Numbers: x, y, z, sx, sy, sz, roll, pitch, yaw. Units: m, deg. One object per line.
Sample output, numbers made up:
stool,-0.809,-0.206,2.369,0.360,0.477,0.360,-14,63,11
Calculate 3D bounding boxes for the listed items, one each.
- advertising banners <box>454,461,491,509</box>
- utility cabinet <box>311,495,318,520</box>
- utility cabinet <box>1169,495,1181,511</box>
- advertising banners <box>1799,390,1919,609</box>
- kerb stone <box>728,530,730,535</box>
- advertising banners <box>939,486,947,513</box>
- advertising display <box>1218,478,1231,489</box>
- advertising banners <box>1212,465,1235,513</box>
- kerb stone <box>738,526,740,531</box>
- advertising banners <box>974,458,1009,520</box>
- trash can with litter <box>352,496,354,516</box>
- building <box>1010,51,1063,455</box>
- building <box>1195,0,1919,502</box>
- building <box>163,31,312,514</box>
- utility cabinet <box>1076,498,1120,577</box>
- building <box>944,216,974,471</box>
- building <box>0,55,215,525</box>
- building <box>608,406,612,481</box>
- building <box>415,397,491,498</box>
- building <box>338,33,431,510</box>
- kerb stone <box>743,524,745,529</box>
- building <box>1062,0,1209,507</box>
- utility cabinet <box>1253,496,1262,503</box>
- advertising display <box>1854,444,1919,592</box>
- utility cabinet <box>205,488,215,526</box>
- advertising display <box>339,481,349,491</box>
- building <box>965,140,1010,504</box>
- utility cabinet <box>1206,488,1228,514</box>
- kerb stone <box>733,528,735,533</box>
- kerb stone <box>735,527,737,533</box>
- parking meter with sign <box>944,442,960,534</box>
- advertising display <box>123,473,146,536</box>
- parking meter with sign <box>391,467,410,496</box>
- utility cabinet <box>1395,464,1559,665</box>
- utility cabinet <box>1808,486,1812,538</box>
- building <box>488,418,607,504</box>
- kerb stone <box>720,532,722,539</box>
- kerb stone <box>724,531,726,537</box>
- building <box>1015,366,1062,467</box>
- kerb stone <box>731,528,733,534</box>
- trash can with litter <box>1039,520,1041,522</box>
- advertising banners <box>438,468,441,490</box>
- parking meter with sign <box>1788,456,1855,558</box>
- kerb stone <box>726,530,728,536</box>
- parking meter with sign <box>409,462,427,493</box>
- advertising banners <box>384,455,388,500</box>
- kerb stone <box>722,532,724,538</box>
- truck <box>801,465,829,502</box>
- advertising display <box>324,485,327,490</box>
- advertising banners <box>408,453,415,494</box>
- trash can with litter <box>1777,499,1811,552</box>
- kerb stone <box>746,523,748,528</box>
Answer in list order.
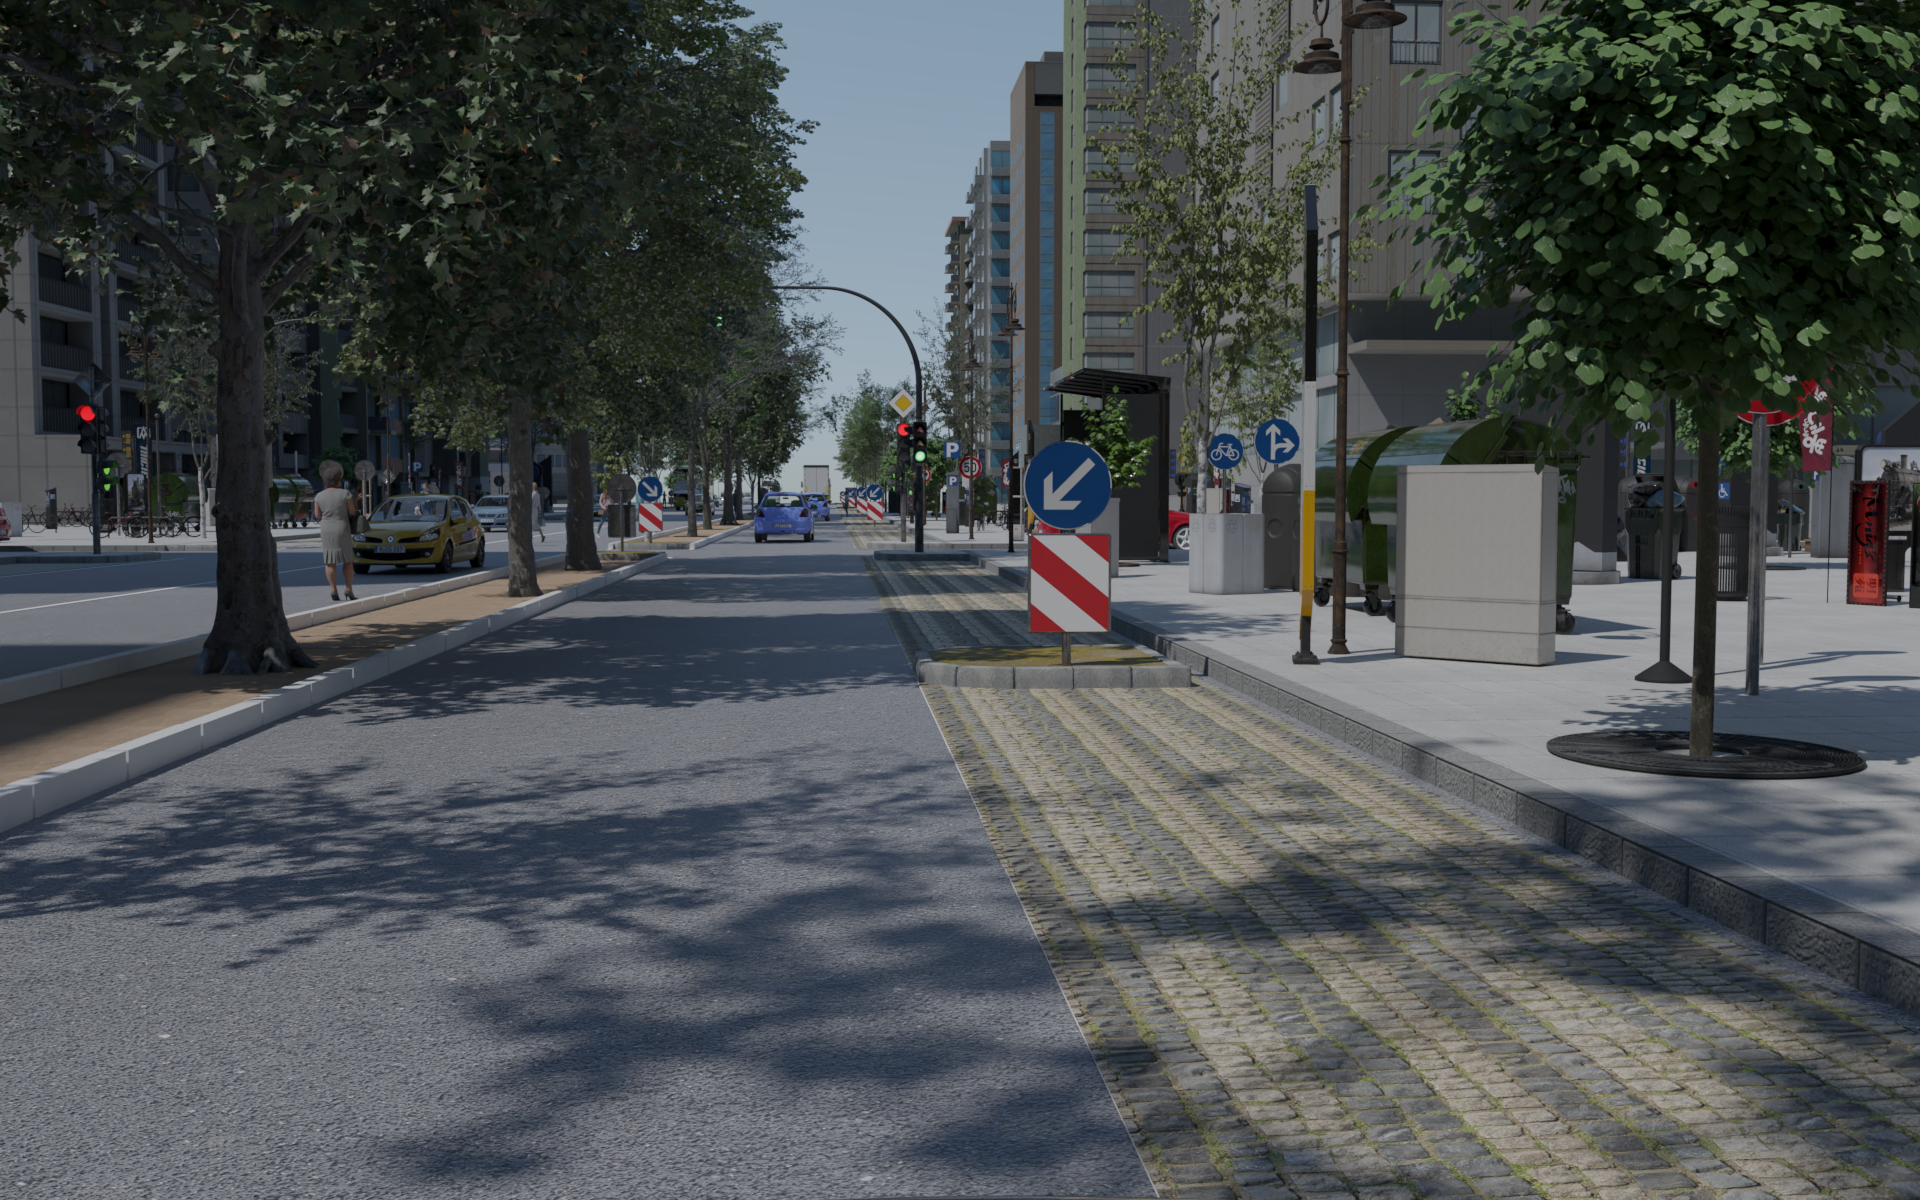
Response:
advertising banners,-26.071,-5.899,92.629,2.074,3.025,0.090,-3,5,-40
utility cabinet,-31.728,-4.590,86.208,0.306,1.237,1.020,3,5,43
utility cabinet,10.010,-4.373,82.659,1.020,1.237,0.306,0,4,-3
advertising banners,10.453,-1.446,19.836,0.090,3.025,2.074,-2,4,-28
kerb stone,-7.984,-2.237,58.790,0.120,0.150,1.000,0,4,-4
advertising banners,-0.938,-7.338,116.172,2.074,3.025,0.090,1,4,11
advertising display,10.705,-3.964,70.031,0.123,1.923,0.974,2,4,34
advertising banners,8.120,-3.449,52.584,0.090,3.025,2.074,-1,4,-18
kerb stone,-8.448,-2.614,64.933,0.120,0.150,1.000,0,4,-4
advertising banners,1.547,-5.415,84.715,2.074,3.025,0.090,-1,4,-9
trash can with litter,-31.222,-4.710,88.065,1.678,1.210,2.233,0,4,2
building,12.711,-32.239,177.225,14.600,45.320,14.200,0,4,-4
building,26.114,-29.816,76.727,27.495,52.752,28.713,0,4,-4
building,-47.034,-20.434,105.794,14.160,30.474,14.107,0,4,-4
utility cabinet,2.100,-0.940,26.533,0.306,1.237,1.020,2,4,29
building,8.989,-37.480,267.414,22.147,44.769,28.867,0,4,-4
building,-46.923,-39.200,79.177,20.563,71.187,20.611,0,4,-4
building,-57.865,-29.282,250.465,14.160,30.474,14.107,0,4,-4
building,-50.436,-23.383,154.008,14.160,30.474,14.107,0,4,-4
building,-53.431,-29.166,131.487,22.147,44.769,28.867,0,4,-4
kerb stone,-8.759,-2.862,69.025,0.120,0.150,1.000,0,4,-4
building,14.565,-27.396,131.518,14.154,41.232,14.086,0,4,-4
utility cabinet,9.126,-2.549,52.833,0.306,1.237,1.020,1,4,16
advertising display,12.147,-1.063,22.597,0.974,1.923,0.123,0,4,-4
utility cabinet,-29.207,-3.652,68.390,0.318,1.500,1.173,2,4,30
advertising display,-29.593,-4.784,83.436,0.123,1.923,0.974,0,4,-7
building,12.421,-37.721,236.347,23.786,49.044,30.456,0,4,-4
utility cabinet,9.946,-3.590,67.377,1.173,1.500,0.318,2,4,34
kerb stone,-8.215,-2.423,61.855,0.120,0.150,1.000,0,4,-4
kerb stone,-8.293,-2.488,62.881,0.120,0.150,1.000,0,4,-4
parking meter with sign,-0.255,-3.705,56.840,0.543,3.016,1.738,0,3,0
advertising display,-25.245,-2.923,53.003,0.123,1.923,0.974,0,4,5
parking meter with sign,-35.229,-6.970,110.224,1.738,3.016,0.543,-1,4,-14
utility cabinet,3.949,-0.281,13.270,1.173,1.500,0.318,3,5,42
utility cabinet,24.497,-2.525,49.964,1.173,1.500,0.318,0,4,-5
building,-59.106,-41.972,228.241,21.231,58.520,28.212,0,4,-4
kerb stone,-7.679,-1.988,54.698,0.120,0.150,1.000,0,4,-4
kerb stone,-7.827,-2.113,56.747,0.120,0.150,1.000,0,4,-4
building,17.670,-51.440,153.717,22.319,86.520,31.000,0,4,-4
kerb stone,-8.143,-2.360,60.836,0.120,0.150,1.000,0,4,-4
trash can with litter,3.264,-3.394,66.878,0.624,1.170,1.055,1,4,12
advertising banners,-34.894,-7.273,115.095,0.090,3.025,2.074,-3,5,-40
parking meter with sign,17.511,-2.350,34.677,1.738,3.016,0.543,0,4,5
kerb stone,-7.910,-2.172,57.770,0.120,0.150,1.000,0,4,-4
parking meter with sign,-28.949,-5.921,93.073,0.543,3.016,1.738,-2,4,-31
advertising banners,-23.777,-4.627,71.841,0.090,3.025,2.074,-1,4,-13
kerb stone,-7.759,-2.049,55.722,0.120,0.150,1.000,0,4,-4
truck,-14.339,-11.198,171.994,2.839,4.237,11.283,0,4,-6
advertising display,-35.230,-5.633,97.320,0.974,1.923,0.123,0,4,-5
advertising banners,-23.609,-4.793,74.551,0.090,3.025,2.074,-1,4,-12
trash can with litter,18.755,-1.665,38.609,1.055,1.170,0.624,3,5,44
kerb stone,-8.909,-2.990,71.079,0.120,0.150,1.000,0,4,-4
